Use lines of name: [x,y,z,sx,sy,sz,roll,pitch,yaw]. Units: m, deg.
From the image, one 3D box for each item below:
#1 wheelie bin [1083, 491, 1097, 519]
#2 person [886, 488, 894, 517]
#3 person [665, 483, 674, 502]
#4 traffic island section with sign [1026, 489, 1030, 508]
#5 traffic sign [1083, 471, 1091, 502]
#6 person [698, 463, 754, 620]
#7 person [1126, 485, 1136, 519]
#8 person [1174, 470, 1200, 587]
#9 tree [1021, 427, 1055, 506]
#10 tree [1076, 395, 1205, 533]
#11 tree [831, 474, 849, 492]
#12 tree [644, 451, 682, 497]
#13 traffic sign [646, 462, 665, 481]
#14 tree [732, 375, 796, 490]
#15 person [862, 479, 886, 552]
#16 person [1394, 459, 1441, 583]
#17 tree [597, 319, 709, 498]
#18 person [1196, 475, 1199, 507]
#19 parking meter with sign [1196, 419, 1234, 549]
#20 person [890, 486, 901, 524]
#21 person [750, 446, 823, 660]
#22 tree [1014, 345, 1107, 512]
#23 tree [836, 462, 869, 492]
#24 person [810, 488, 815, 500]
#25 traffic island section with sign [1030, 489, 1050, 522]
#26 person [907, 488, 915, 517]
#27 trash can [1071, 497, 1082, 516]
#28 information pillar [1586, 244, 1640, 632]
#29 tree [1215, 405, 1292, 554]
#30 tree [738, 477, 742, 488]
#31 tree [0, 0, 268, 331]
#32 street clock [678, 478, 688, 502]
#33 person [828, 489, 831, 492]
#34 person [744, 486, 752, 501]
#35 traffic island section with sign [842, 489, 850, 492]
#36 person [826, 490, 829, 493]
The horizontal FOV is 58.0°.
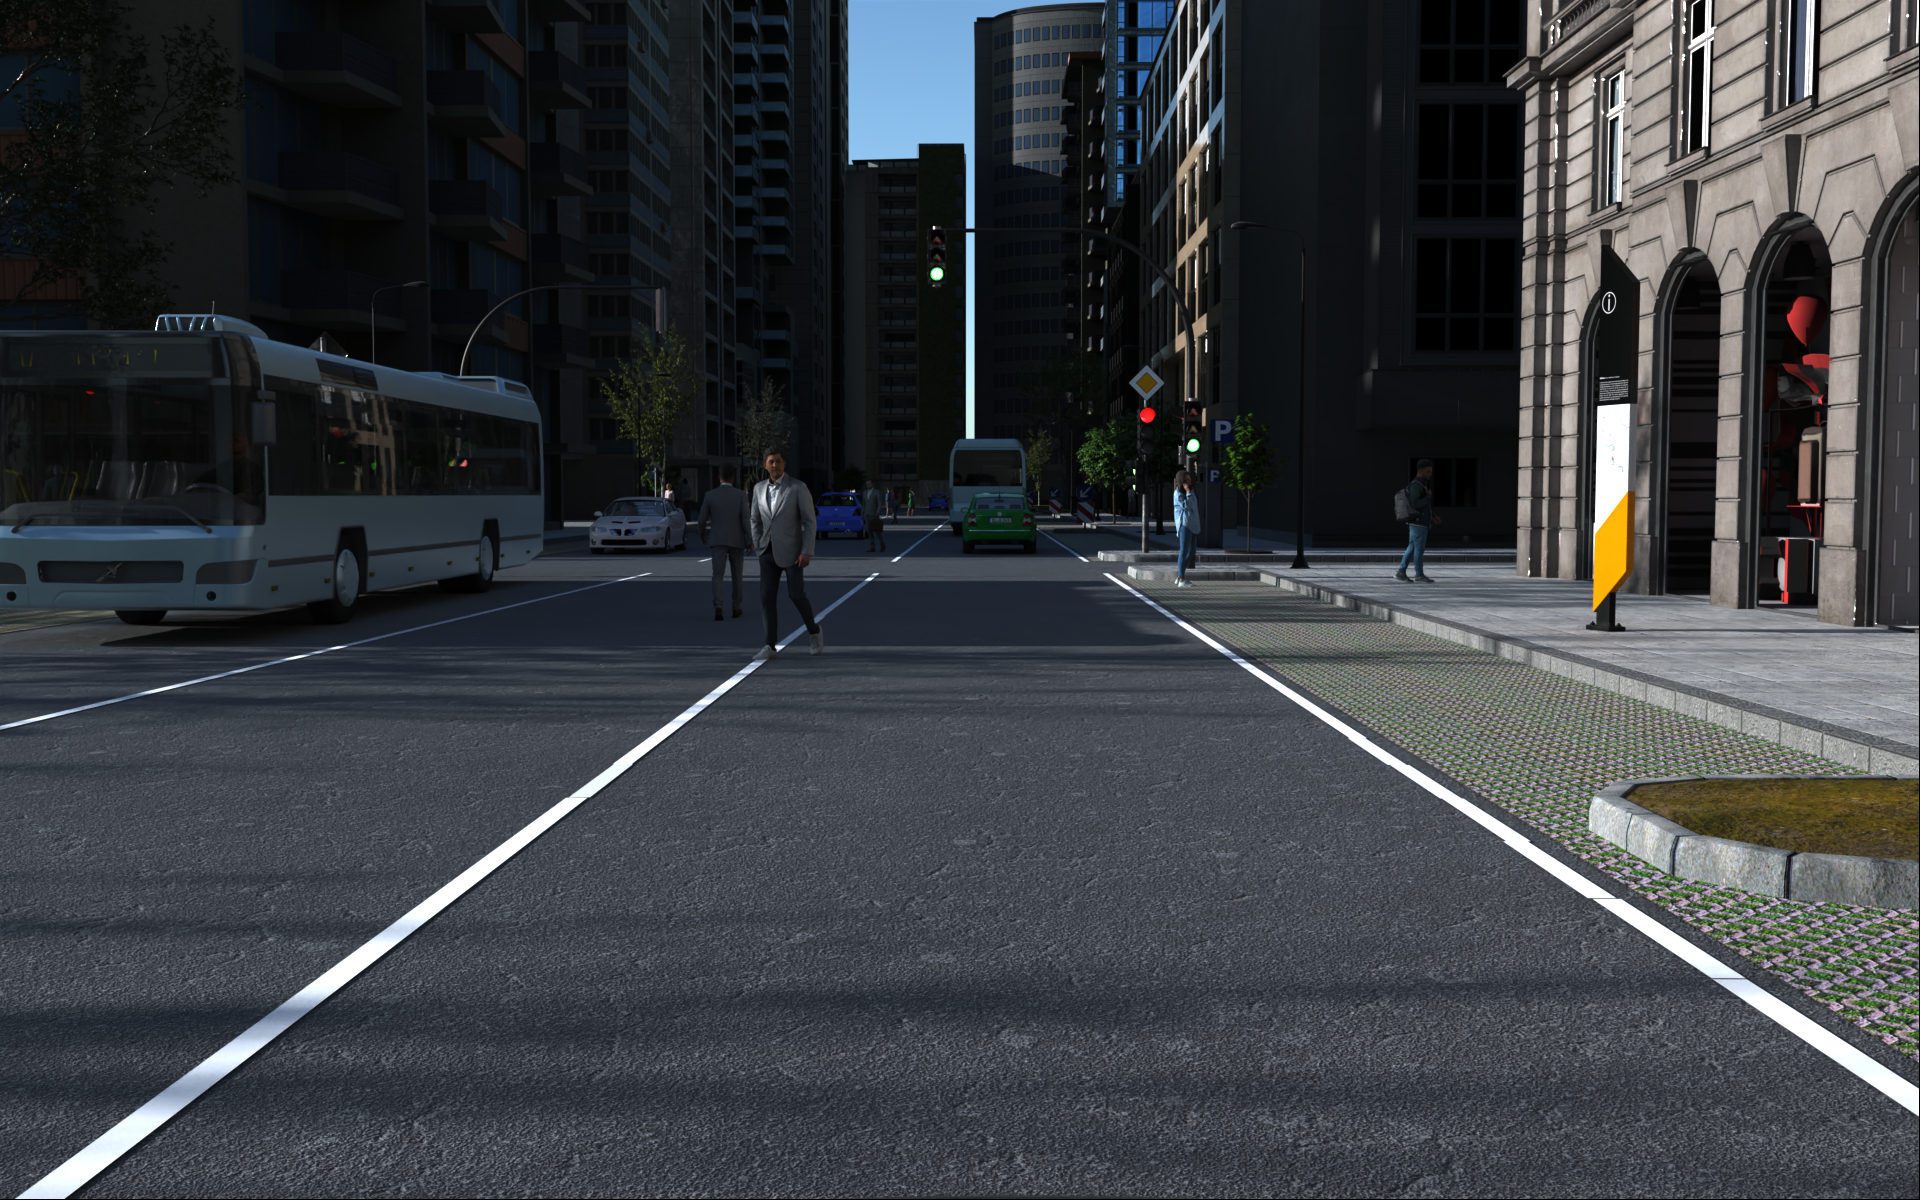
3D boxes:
wheelie bin: [6.698,-4.983,89.385,0.693,1.594,0.980,1,4,18]
person: [-4.339,-5.997,106.571,0.654,1.822,0.581,2,4,34]
person: [-12.473,-4.128,74.211,0.731,1.740,0.598,1,4,21]
traffic island section with sign: [5.457,-8.023,139.801,1.989,1.847,2.006,0,4,1]
traffic sign: [6.407,-5.187,84.913,0.768,2.556,0.104,1,4,9]
person: [-2.681,-0.677,19.843,0.678,1.792,0.850,0,4,-1]
person: [8.650,-4.977,87.642,0.478,1.798,0.641,-2,4,-29]
person: [3.464,-1.095,26.667,0.793,1.790,0.793,0,4,-5]
tree: [8.430,-14.631,189.574,4.737,8.622,4.395,0,3,0]
tree: [6.657,-4.527,57.737,4.285,4.588,4.351,0,3,0]
tree: [-11.851,-10.602,167.945,1.663,3.219,1.824,0,3,0]
tree: [-13.112,-5.008,76.478,1.663,3.219,1.824,0,3,0]
traffic sign: [-12.326,-4.303,70.089,0.795,2.593,0.064,0,4,1]
tree: [-12.380,-9.636,107.907,4.360,8.622,3.978,0,3,0]
person: [-2.173,-2.092,42.829,0.709,1.813,0.853,2,4,29]
person: [6.609,-1.135,24.951,0.721,1.781,0.623,0,4,4]
tree: [-12.653,-7.453,72.227,4.737,8.622,4.395,0,3,0]
person: [6.412,-2.544,47.759,0.709,1.813,0.853,-1,4,-9]
parking meter with sign: [5.979,-2.747,41.181,0.543,3.016,1.738,-1,4,-9]
person: [-3.095,-4.591,83.578,0.555,1.821,0.388,-2,4,-35]
person: [-1.531,-0.417,15.166,0.661,1.843,0.795,2,4,25]
tree: [7.818,-12.001,121.979,9.928,11.665,9.643,0,3,0]
tree: [-11.095,-11.926,178.708,4.285,4.588,4.351,0,3,0]
person: [-13.017,-8.926,151.916,0.705,1.831,1.348,1,4,10]
traffic island section with sign: [4.784,-4.984,90.110,1.989,1.847,2.006,0,4,1]
person: [-3.107,-6.202,110.144,0.529,1.795,0.600,0,4,-8]
trash can: [6.737,-5.415,100.187,0.748,1.137,0.748,0,3,0]
information pillar: [6.097,-1.514,16.109,0.183,3.616,0.504,-1,4,-16]
tree: [6.373,-2.618,37.412,1.663,3.219,1.824,0,3,0]
tree: [-14.167,-6.717,104.416,1.663,3.219,1.824,0,3,0]
tree: [-13.625,-5.385,22.450,7.601,10.594,8.767,1,4,14]
street clock: [-12.483,-4.496,78.087,0.358,2.002,0.471,1,4,18]
person: [-12.345,-9.638,163.767,0.705,1.807,1.348,0,4,2]
person: [-13.470,-6.353,109.894,0.794,1.824,0.713,2,4,28]
traffic island section with sign: [-9.162,-8.022,139.789,1.989,1.847,2.006,0,4,1]
person: [-13.086,-10.003,171.067,0.415,1.643,0.593,-1,4,-17]
